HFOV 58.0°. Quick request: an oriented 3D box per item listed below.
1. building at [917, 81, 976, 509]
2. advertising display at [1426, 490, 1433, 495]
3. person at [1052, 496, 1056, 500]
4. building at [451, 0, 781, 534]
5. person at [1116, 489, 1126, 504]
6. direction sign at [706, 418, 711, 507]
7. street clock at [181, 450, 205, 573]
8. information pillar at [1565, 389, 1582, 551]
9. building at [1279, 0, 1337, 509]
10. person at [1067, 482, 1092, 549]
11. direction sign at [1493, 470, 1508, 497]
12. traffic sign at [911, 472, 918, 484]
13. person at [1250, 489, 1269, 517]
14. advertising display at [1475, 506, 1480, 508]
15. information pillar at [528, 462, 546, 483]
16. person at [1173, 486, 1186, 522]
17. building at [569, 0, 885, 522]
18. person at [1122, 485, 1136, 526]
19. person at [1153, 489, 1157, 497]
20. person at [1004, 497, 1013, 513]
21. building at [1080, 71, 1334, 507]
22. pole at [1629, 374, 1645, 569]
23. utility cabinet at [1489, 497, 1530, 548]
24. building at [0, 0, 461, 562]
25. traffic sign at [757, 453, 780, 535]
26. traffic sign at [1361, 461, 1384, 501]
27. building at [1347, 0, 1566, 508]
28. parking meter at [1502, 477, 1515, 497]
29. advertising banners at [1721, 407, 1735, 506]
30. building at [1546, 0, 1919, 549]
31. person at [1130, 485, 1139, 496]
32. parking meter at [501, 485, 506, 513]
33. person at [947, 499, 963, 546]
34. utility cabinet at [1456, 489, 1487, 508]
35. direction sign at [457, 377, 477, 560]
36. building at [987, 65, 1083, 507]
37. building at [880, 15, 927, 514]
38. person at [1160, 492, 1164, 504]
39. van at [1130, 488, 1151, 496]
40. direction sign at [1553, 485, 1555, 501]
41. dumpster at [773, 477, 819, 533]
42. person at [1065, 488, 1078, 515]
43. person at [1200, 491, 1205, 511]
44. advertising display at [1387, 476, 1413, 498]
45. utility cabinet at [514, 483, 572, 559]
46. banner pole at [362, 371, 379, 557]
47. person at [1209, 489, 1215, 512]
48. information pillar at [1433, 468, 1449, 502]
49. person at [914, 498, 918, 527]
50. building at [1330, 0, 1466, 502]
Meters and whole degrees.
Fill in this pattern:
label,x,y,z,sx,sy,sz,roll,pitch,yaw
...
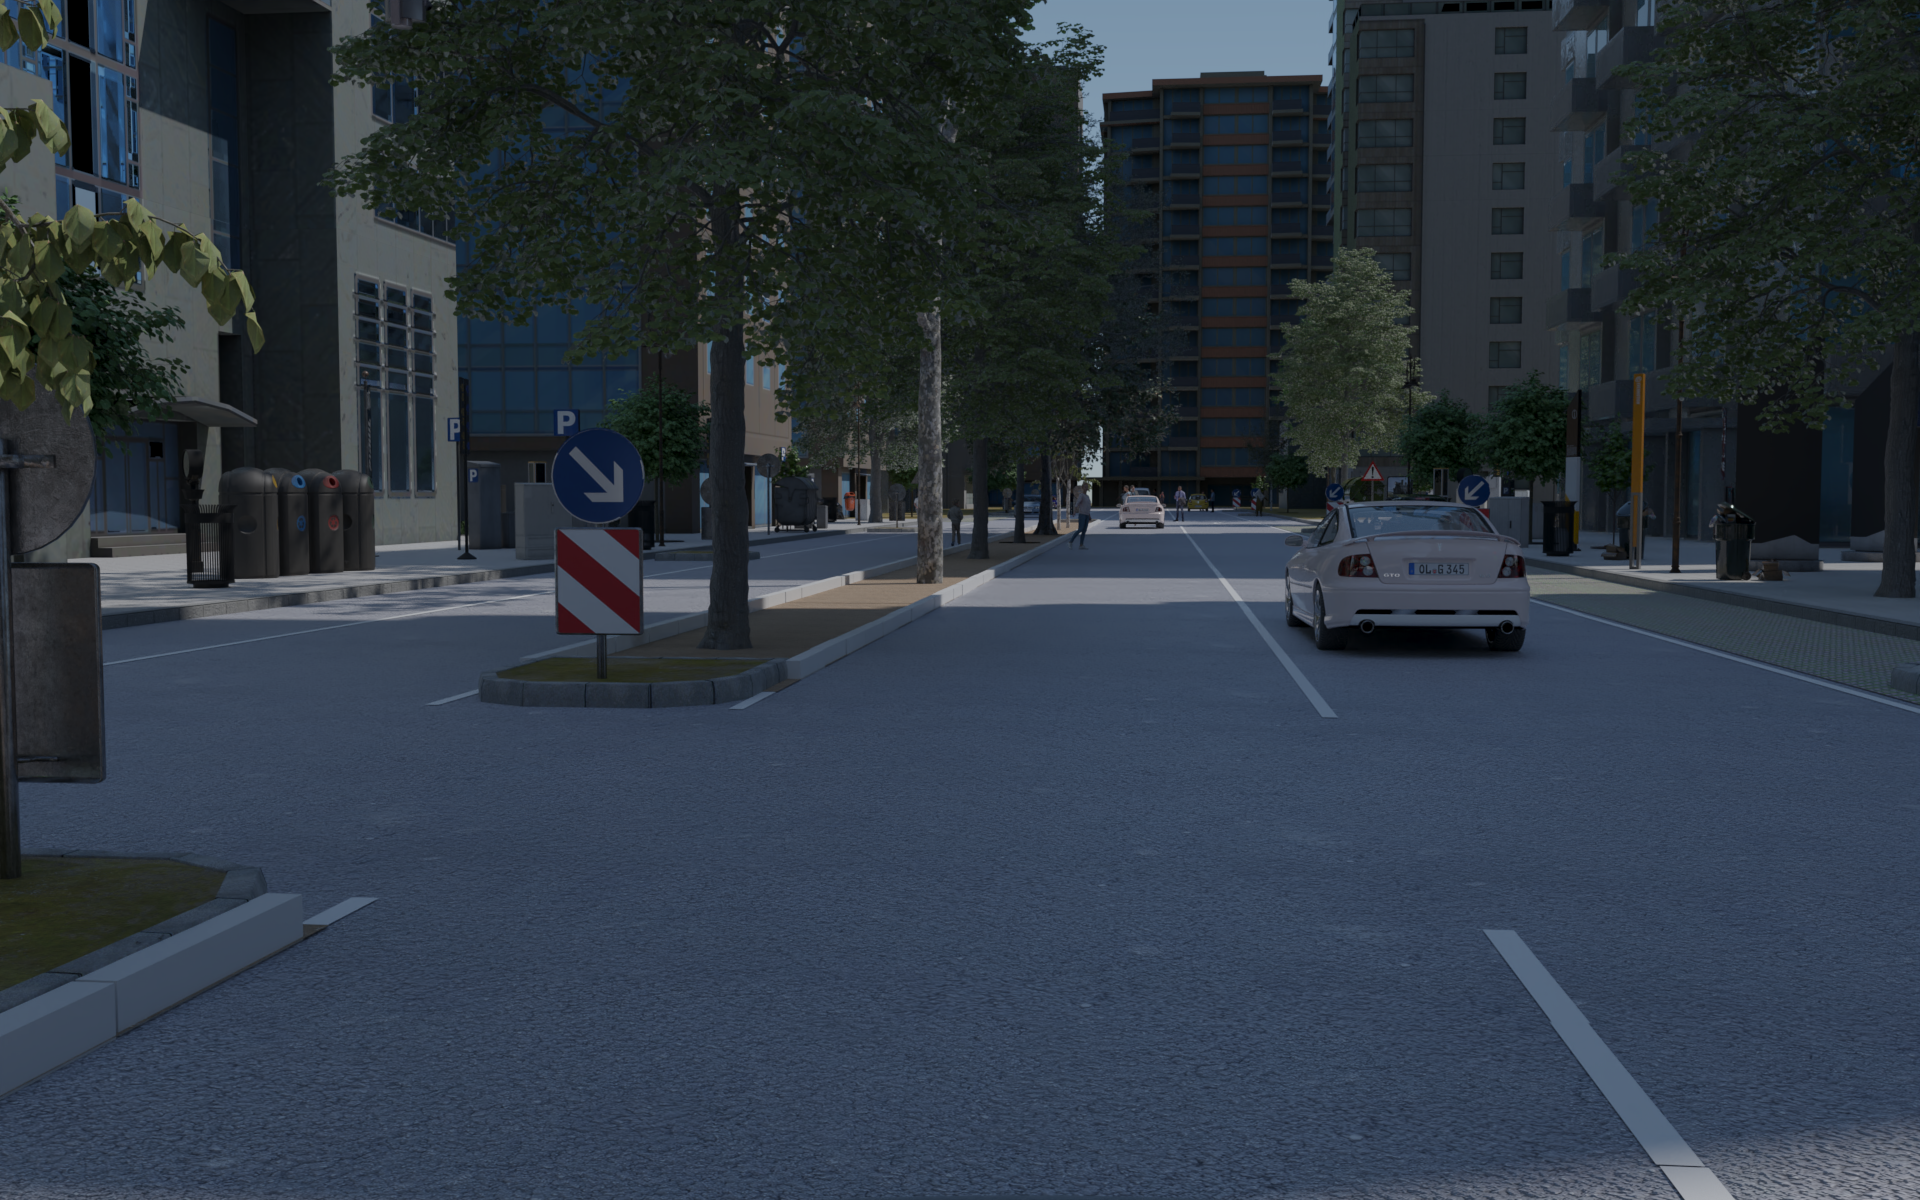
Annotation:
label,x,y,z,sx,sy,sz,roll,pitch,yaw
building,-4.818,-28.805,154.555,14.086,41.232,14.154,0,4,6
advertising display,22.598,-4.768,83.164,0.123,1.923,0.974,0,4,-6
person,8.210,-9.096,157.935,1.217,1.735,0.721,3,4,38
building,-14.398,-25.184,61.874,14.600,45.320,14.200,0,4,6
person,12.735,-7.728,134.849,1.348,1.824,0.705,3,5,43
direction sign,-7.434,-3.639,51.496,0.379,3.537,0.876,-1,4,-18
street clock,-12.498,-1.448,28.249,0.358,2.002,0.471,-3,4,-38
information pillar,13.780,-2.909,38.915,0.183,3.616,0.504,-1,4,-10
building,38.685,-50.603,140.032,22.319,86.520,31.000,0,4,6
person,3.051,-2.176,44.754,0.598,1.740,0.731,1,4,21
direction sign,24.894,-5.358,79.604,0.876,3.537,0.379,-1,4,-15
traffic sign,-2.043,-5.375,87.877,0.884,2.594,0.081,0,4,8
person,19.098,-6.197,110.557,1.217,1.736,0.721,1,4,9
advertising display,18.619,-3.501,62.452,0.123,1.923,0.974,1,4,8
information pillar,-9.565,-2.126,39.250,0.304,2.012,0.304,-3,5,-40
person,11.351,-4.984,89.853,0.709,1.838,0.599,2,4,30
building,-12.085,-27.283,96.188,14.600,45.320,14.200,0,4,6
person,7.362,-4.134,76.192,0.778,1.811,0.616,0,4,0
person,14.890,-7.583,132.508,0.705,1.821,1.348,1,4,22
person,3.303,-6.669,118.228,0.721,1.739,1.217,2,4,31
building,27.683,-32.295,182.644,28.867,44.769,22.147,0,4,6
pole,11.528,-2.180,29.478,0.158,3.312,0.155,0,3,0
utility cabinet,13.208,-1.868,41.706,0.306,1.237,1.020,-2,4,-29
building,-24.678,-43.937,31.035,22.319,86.520,31.000,0,4,6
traffic sign,-5.993,-3.307,54.178,0.768,2.556,0.104,1,4,10
traffic sign,16.281,-4.181,68.370,0.884,2.594,0.081,1,4,15
building,30.494,-20.417,105.513,14.160,30.474,14.107,0,4,6
parking meter,19.017,-3.326,60.097,0.255,1.863,0.399,-3,4,-38
advertising banners,15.807,-2.410,35.595,0.090,3.025,2.074,2,4,33
building,30.921,-26.401,51.269,23.786,49.044,30.456,0,4,6
person,8.310,-4.528,82.334,0.655,1.846,0.447,-1,4,-21
parking meter,-12.813,-2.432,48.181,0.372,1.533,0.369,0,3,0
person,-0.130,-2.115,47.345,0.475,1.303,0.640,1,4,10
utility cabinet,20.661,-3.746,69.932,1.173,1.500,0.318,3,4,37
direction sign,-9.690,-2.565,33.930,0.379,3.537,0.876,0,4,-6
building,5.561,-32.537,182.092,14.200,45.320,14.600,0,4,6
building,-14.159,-30.544,119.005,23.786,49.044,30.456,0,4,6
person,19.037,-9.374,163.242,0.415,1.643,0.593,1,4,22
van,12.360,-6.853,119.061,2.013,2.044,4.112,0,4,6
direction sign,25.706,-5.072,74.927,0.876,3.537,0.379,3,4,37
dumpster,-5.522,-3.206,58.183,1.264,1.857,1.865,0,4,6
person,7.698,-6.769,119.187,1.348,1.822,0.705,-3,5,-39
person,20.482,-8.373,146.312,0.530,1.710,0.541,1,4,17
advertising display,15.786,-3.485,62.196,0.974,1.923,0.123,3,5,43
utility cabinet,-8.179,-1.553,34.067,0.318,1.500,1.173,3,4,37
banner pole,-11.988,-2.759,35.124,0.401,3.779,0.863,-2,4,-27
person,19.727,-7.765,135.440,0.705,1.826,1.348,1,4,17
information pillar,13.607,-2.725,49.042,0.304,2.012,0.304,-3,5,-40
person,-1.748,-3.977,76.126,0.523,1.515,0.503,2,4,28
building,32.698,-26.638,119.131,14.154,41.232,14.086,0,4,6
